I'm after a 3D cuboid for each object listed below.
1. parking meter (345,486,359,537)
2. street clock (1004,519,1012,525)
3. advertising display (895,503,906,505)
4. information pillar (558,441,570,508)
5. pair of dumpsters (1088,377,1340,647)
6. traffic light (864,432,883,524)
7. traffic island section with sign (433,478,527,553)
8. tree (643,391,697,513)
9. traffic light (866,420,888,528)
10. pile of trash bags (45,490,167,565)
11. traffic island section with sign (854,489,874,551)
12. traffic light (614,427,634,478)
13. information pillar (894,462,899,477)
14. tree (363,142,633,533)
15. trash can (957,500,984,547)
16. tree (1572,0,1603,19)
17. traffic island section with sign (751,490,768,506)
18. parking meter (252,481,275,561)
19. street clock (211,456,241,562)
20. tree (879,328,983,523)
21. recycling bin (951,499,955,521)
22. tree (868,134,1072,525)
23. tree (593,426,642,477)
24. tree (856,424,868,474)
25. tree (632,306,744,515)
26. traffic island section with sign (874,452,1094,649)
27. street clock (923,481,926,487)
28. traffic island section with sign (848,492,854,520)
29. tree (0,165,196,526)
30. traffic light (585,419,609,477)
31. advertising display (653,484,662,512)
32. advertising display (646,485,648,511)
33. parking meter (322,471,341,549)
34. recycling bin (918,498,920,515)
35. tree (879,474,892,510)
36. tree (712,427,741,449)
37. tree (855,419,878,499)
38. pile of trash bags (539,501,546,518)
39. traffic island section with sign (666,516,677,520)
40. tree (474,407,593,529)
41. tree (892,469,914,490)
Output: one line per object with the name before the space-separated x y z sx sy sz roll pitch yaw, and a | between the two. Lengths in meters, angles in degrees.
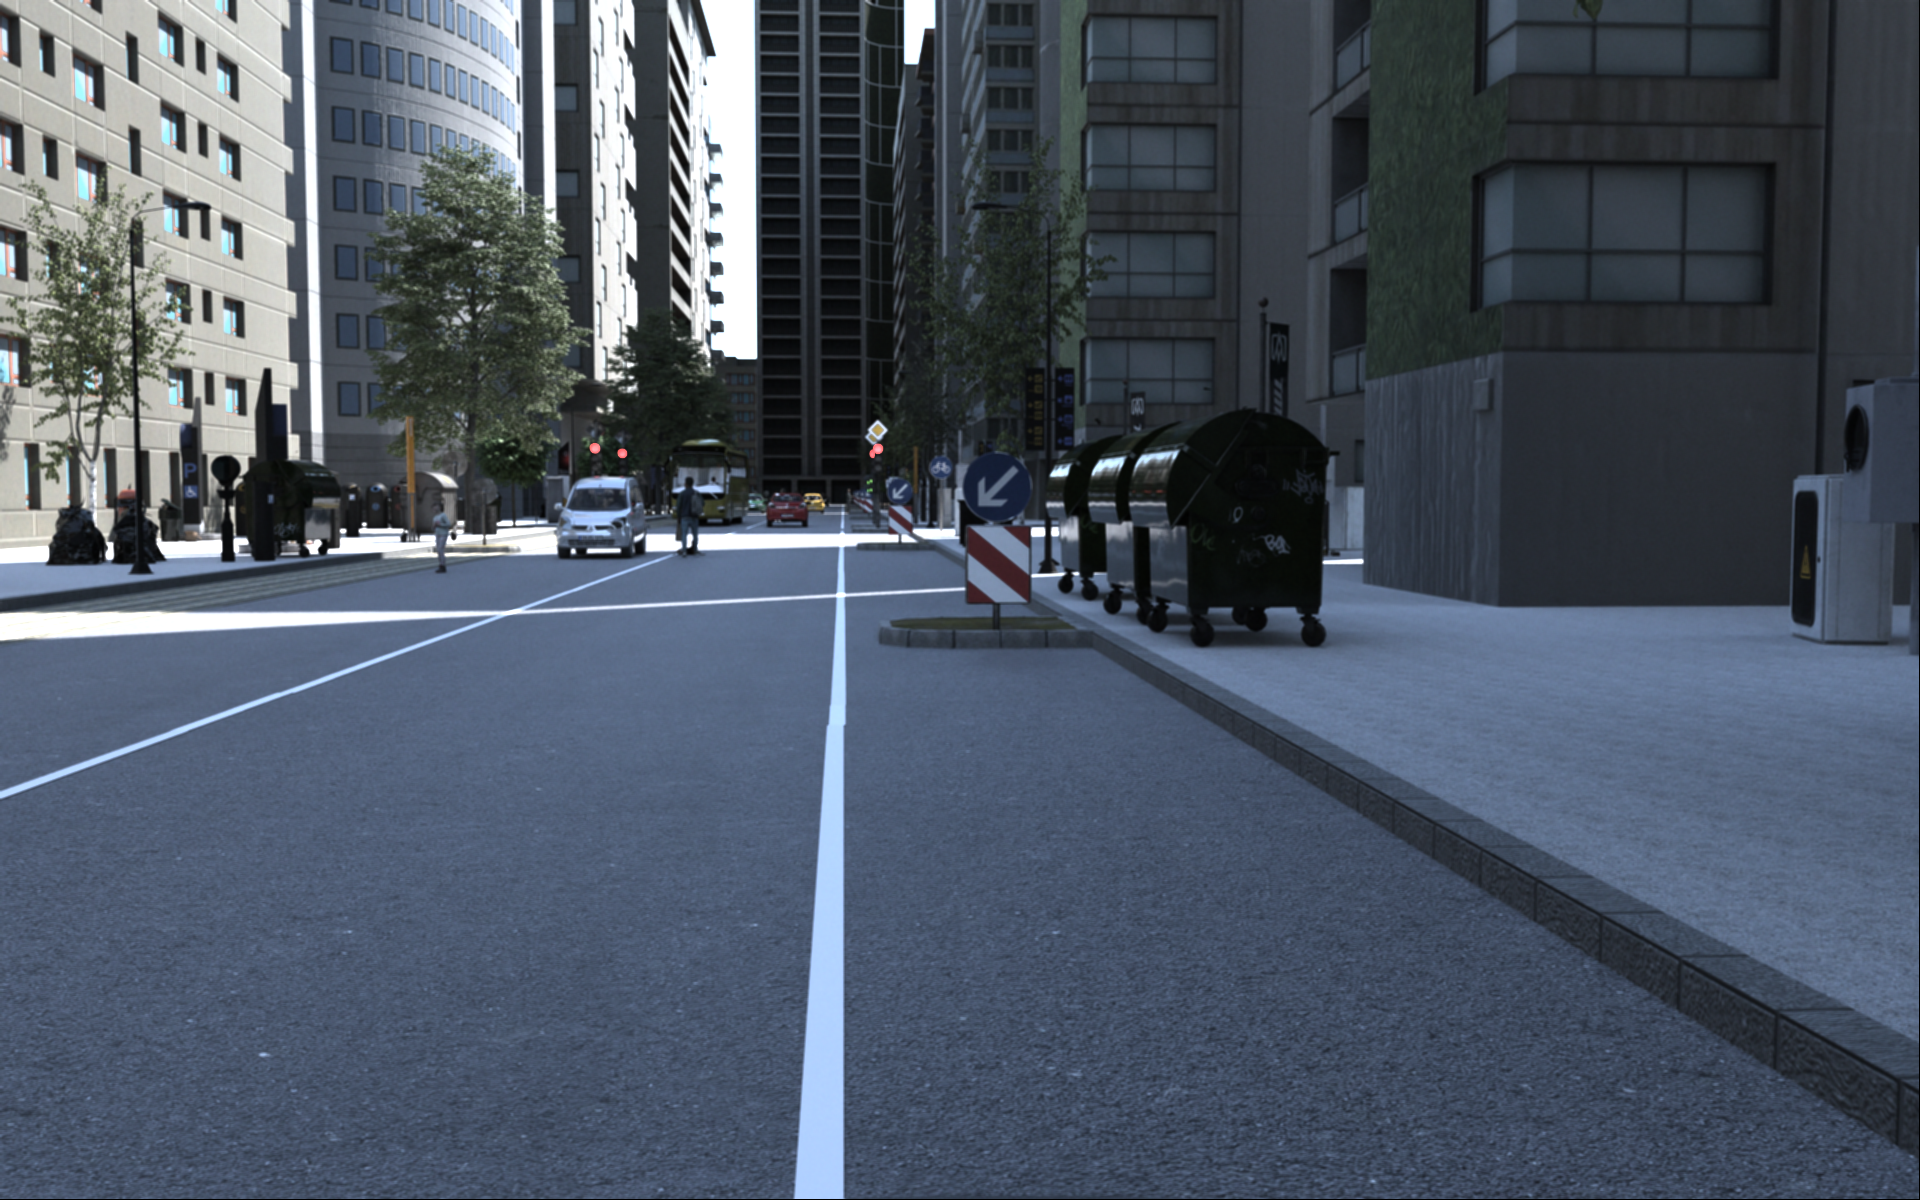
parking meter | -18.137 -2.646 51.678 0.372 1.533 0.369 0 3 0
street clock | 1.081 -2.089 38.720 0.358 2.002 0.471 0 4 3
advertising display | -3.591 -6.149 105.751 0.974 1.923 0.123 2 4 33
information pillar | -17.564 -5.231 76.875 0.504 3.616 0.183 -2 4 -26
pair of dumpsters | 2.302 -0.855 16.475 1.574 2.255 4.437 0 4 -4
traffic light | -3.652 -5.163 73.335 0.839 4.253 0.868 0 4 -4
traffic island section with sign | -11.796 -2.088 42.769 1.989 1.847 2.006 0 4 -4
tree | -19.336 -10.049 114.662 4.737 8.622 4.395 0 3 0
traffic light | -3.116 -4.676 65.368 0.839 4.253 0.868 0 4 -4
pile of trash bags | -16.079 -1.416 32.907 1.912 1.369 3.447 -1 4 -15
traffic island section with sign | -1.679 -2.213 44.807 1.989 1.847 2.006 0 4 -4
traffic light | -14.089 -5.119 72.619 0.839 4.253 0.868 0 4 -4
information pillar | -4.834 -8.436 129.282 0.183 3.616 0.504 0 4 7
tree | -15.698 -8.468 56.574 7.486 12.596 7.792 0 3 0
trash can | 0.293 -1.860 42.072 0.748 1.137 0.748 0 3 0
tree | 3.173 -3.363 5.350 4.737 8.622 4.395 0 3 0
traffic island section with sign | -20.641 -10.133 174.303 1.989 1.847 2.006 0 4 -4
parking meter | -13.361 -1.519 33.240 0.372 1.533 0.369 0 3 0
street clock | -13.887 -1.727 32.808 0.471 2.002 0.358 0 4 -2
tree | -1.219 -7.786 77.662 4.360 8.622 3.978 0 3 0
recycling bin | -0.056 -4.311 83.037 0.722 1.027 0.722 1 4 18
tree | 0.992 -5.168 34.865 4.737 8.622 4.395 0 3 0
tree | -16.949 -6.081 83.138 4.285 4.588 4.351 0 3 0
tree | -2.274 -8.555 90.239 4.737 8.622 4.395 0 3 0
tree | -17.874 -11.413 104.735 7.486 12.596 7.792 0 3 0
traffic island section with sign | 0.195 -0.514 17.025 1.989 1.847 2.006 0 4 -4
street clock | -1.755 -5.505 94.579 0.471 2.002 0.358 0 4 -5
traffic island section with sign | -5.255 -5.466 97.996 1.989 1.847 2.006 0 4 -4
tree | -19.805 -5.455 39.548 4.737 8.622 4.395 0 3 0
traffic light | -13.553 -4.632 64.652 0.839 4.253 0.868 0 4 -4
advertising display | -19.383 -6.470 111.004 0.123 1.923 0.974 1 4 14
advertising display | -21.492 -6.948 118.819 0.123 1.923 0.974 -1 4 -10
parking meter | -14.709 -2.128 40.496 0.399 1.863 0.255 1 4 9
recycling bin | -2.891 -5.810 107.550 0.722 1.027 0.722 -3 4 -38
tree | -5.328 -9.072 142.925 1.663 3.219 1.824 0 3 0
tree | -22.066 -12.703 158.057 4.737 8.622 4.395 0 3 0
tree | -7.406 -12.948 162.065 4.360 8.622 3.978 0 3 0
pile of trash bags | -21.525 -5.044 92.229 1.912 1.369 3.447 0 4 0
traffic island section with sign | -15.460 -5.425 97.321 1.989 1.847 2.006 0 4 -4
tree | -16.681 -4.972 65.001 4.285 4.588 4.351 0 3 0
tree | -3.949 -8.496 133.518 1.663 3.219 1.824 0 3 0
